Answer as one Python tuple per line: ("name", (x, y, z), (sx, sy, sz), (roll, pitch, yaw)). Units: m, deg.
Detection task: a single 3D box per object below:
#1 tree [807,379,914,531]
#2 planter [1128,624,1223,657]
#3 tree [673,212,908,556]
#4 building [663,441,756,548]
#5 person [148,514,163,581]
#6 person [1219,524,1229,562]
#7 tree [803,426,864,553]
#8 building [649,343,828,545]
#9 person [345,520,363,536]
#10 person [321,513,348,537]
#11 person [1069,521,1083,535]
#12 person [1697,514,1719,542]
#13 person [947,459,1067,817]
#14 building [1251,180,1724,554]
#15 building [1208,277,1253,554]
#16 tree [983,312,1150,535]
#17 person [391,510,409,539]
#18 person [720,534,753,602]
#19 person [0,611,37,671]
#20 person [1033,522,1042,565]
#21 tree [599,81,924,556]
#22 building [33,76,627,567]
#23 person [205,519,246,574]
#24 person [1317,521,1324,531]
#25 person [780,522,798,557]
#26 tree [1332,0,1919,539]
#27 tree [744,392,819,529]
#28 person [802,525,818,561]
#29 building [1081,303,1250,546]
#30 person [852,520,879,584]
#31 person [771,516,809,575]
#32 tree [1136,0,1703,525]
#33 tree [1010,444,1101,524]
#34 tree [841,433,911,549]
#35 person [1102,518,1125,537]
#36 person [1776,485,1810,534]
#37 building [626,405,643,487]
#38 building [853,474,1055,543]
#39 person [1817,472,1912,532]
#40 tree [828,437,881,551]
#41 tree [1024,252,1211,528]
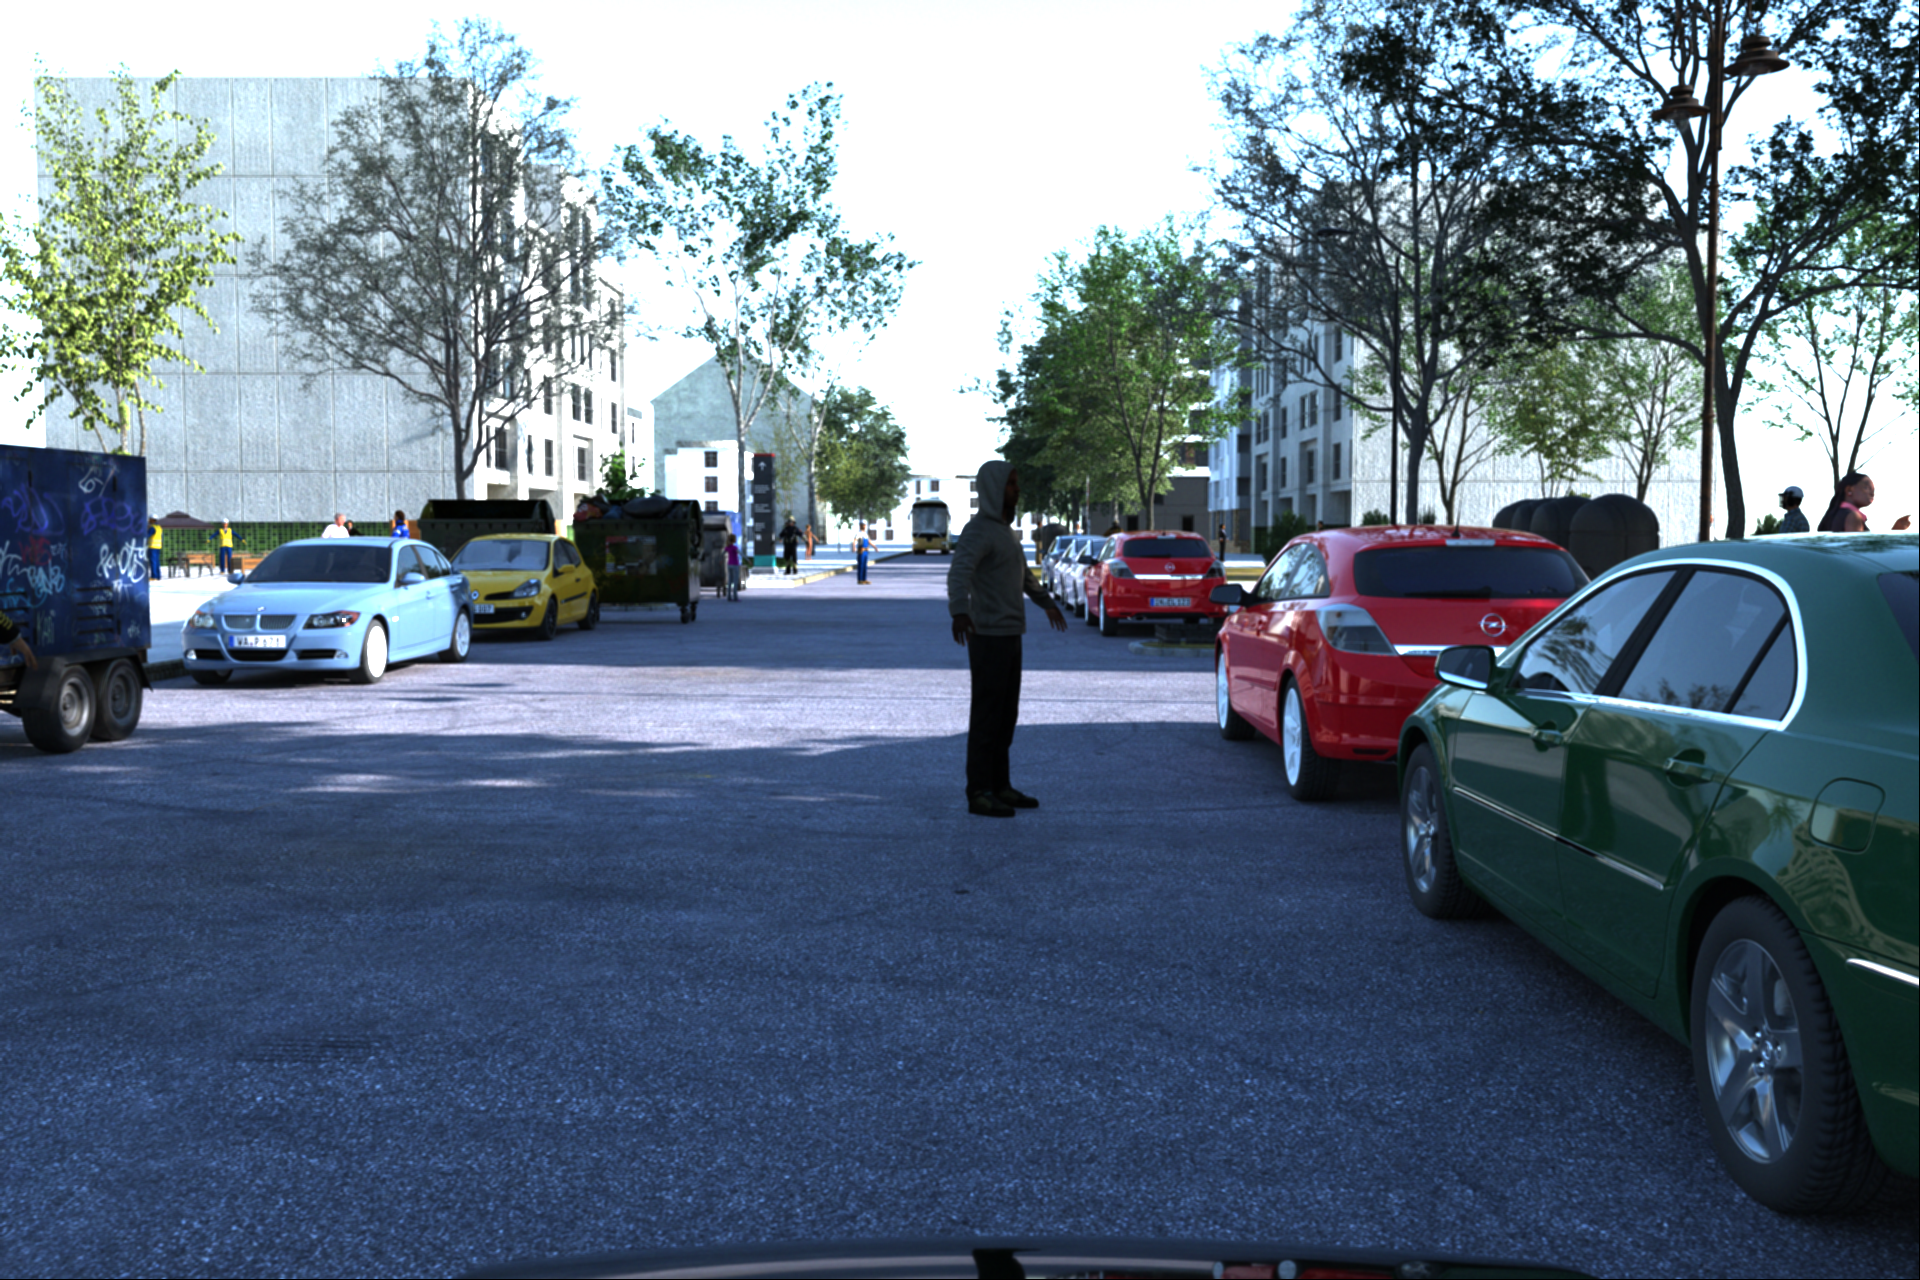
("tree", (-7.950, -14.358, 141.416), (9.857, 13.997, 8.962), (0, 3, 0))
("planter", (3.082, 0.001, 21.128), (1.991, 0.319, 1.994), (0, 4, 0))
("tree", (-10.180, -15.102, 102.804), (12.611, 20.169, 13.585), (0, 3, 0))
("building", (-24.524, -13.942, 170.099), (9.099, 9.664, 28.070), (0, 4, 1))
("person", (-22.065, -2.531, 47.344), (0.705, 1.833, 1.349), (0, 4, -2))
("person", (12.159, -4.467, 79.760), (0.721, 1.740, 1.216), (1, 4, 23))
("tree", (-8.364, -10.225, 117.537), (4.737, 8.622, 4.395), (0, 3, 0))
("building", (-25.798, -22.984, 206.722), (19.493, 23.208, 18.063), (0, 4, 0))
("person", (-23.083, -3.630, 65.533), (1.347, 1.806, 0.705), (0, 4, -4))
("person", (-12.610, -1.722, 35.136), (0.436, 1.711, 0.756), (3, 4, 38))
("person", (5.237, -4.351, 76.996), (1.347, 1.847, 0.705), (-1, 4, -13))
("person", (19.416, -2.371, 44.924), (1.344, 1.810, 0.704), (-3, 5, -42))
("person", (0.210, -0.021, 8.927), (0.705, 1.813, 1.348), (2, 4, 24))
("building", (26.835, -14.000, 95.351), (16.747, 18.905, 31.486), (0, 4, 1))
("building", (23.286, -16.467, 125.657), (16.016, 20.090, 11.380), (0, 4, 0))
("tree", (6.440, -11.678, 97.594), (9.857, 13.997, 8.962), (0, 3, 0))
("person", (-12.974, -2.082, 40.023), (0.704, 1.831, 1.345), (0, 4, 0))
("person", (-4.768, -1.529, 36.728), (0.991, 1.433, 0.599), (3, 5, 40))
("person", (-4.191, 0.120, 6.428), (1.347, 1.837, 0.705), (-2, 4, -25))
("person", (3.310, -4.022, 72.024), (0.705, 1.796, 1.348), (-1, 4, -22))
("tree", (-7.721, -13.188, 71.518), (12.611, 20.169, 13.585), (0, 3, 0))
("building", (-27.384, -13.248, 83.064), (16.747, 18.905, 31.486), (0, 3, 0))
("person", (-23.498, -2.995, 55.436), (1.216, 1.772, 0.721), (-2, 4, -28))
("person", (14.351, -3.853, 69.131), (0.704, 1.812, 1.346), (0, 4, -2))
("person", (-7.632, -4.308, 76.664), (0.704, 1.802, 1.346), (-3, 5, -40))
("tree", (8.827, -5.219, 19.751), (8.767, 10.594, 7.601), (-1, 4, -15))
("tree", (-8.679, -8.483, 89.063), (4.360, 8.622, 3.978), (0, 3, 0))
("person", (-7.164, -4.638, 82.636), (0.721, 1.733, 1.217), (-3, 5, -42))
("building", (25.671, -19.909, 169.483), (27.936, 21.610, 32.646), (0, 4, 1))
("person", (-2.764, -2.523, 49.564), (0.705, 1.847, 1.347), (2, 4, 28))
("person", (-5.363, -3.005, 54.905), (1.354, 1.856, 0.705), (1, 4, 22))
("tree", (9.009, -7.571, 34.162), (12.009, 13.543, 11.850), (0, 3, 0))
("tree", (7.191, -11.660, 125.061), (8.767, 10.594, 7.601), (-1, 4, -20))
("tree", (-7.819, -13.358, 152.811), (7.601, 10.594, 8.767), (-1, 4, -16))
("person", (5.610, -3.475, 62.589), (1.354, 1.858, 0.705), (1, 4, 9))
("person", (9.674, -0.880, 20.225), (0.704, 1.849, 1.345), (3, 5, 43))
("building", (-26.131, -10.766, 118.170), (9.099, 9.664, 28.070), (0, 4, 1))
("building", (-0.764, -18.131, 241.052), (28.070, 9.664, 9.099), (0, 4, -1))
("person", (5.269, -0.158, 10.104), (0.415, 1.643, 0.593), (-3, 4, -38))
("tree", (-8.225, -11.100, 131.853), (4.737, 8.622, 4.395), (0, 3, 0))
("tree", (6.290, -9.323, 70.559), (7.486, 12.596, 7.792), (0, 3, 0))
